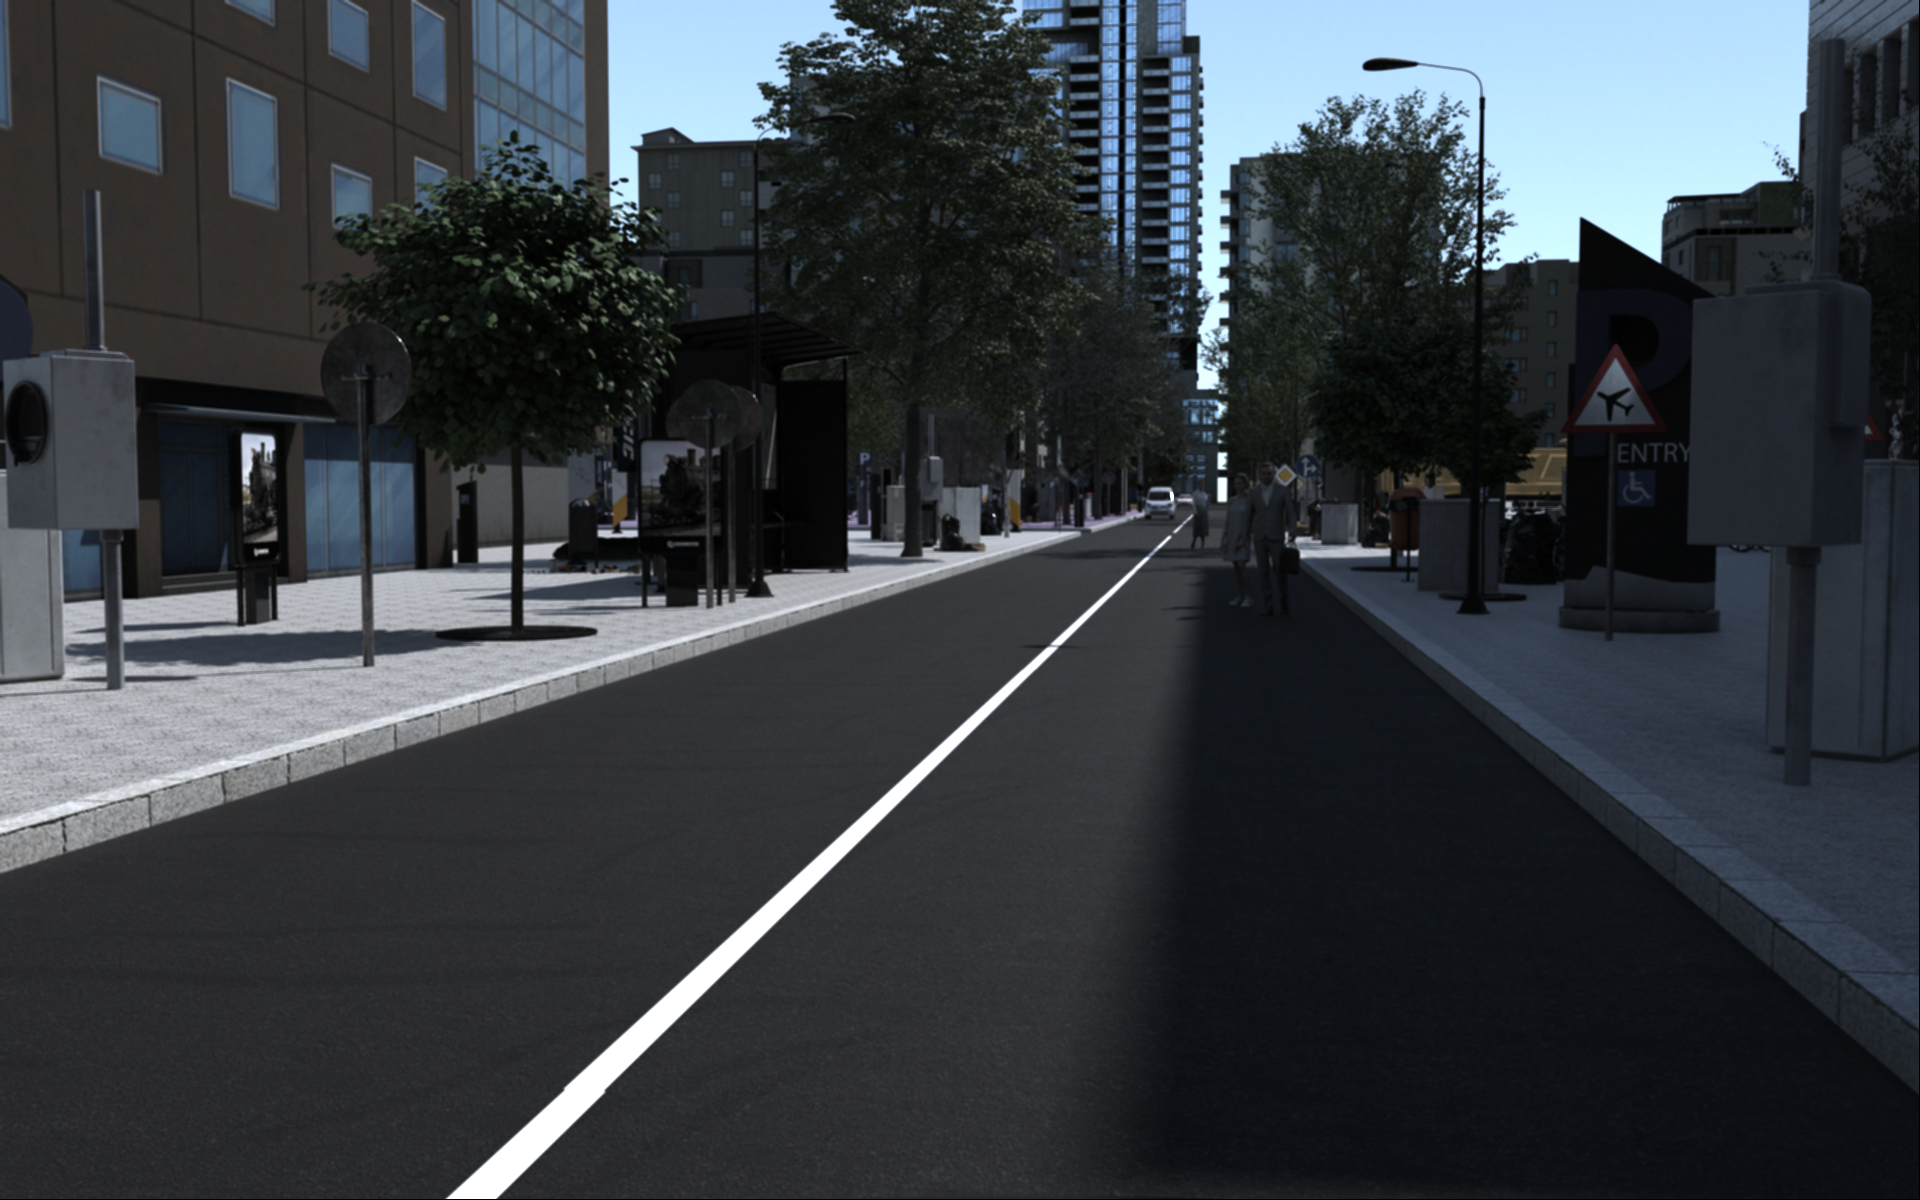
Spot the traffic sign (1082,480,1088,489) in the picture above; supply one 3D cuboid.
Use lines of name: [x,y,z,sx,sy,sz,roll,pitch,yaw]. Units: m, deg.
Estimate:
traffic sign: [6.651,-5.617,93.967,0.606,2.300,0.079,1,4,15]

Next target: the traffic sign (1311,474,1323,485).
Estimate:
traffic sign: [20.793,-6.161,100.832,0.768,2.556,0.104,1,4,9]

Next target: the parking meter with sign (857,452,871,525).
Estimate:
parking meter with sign: [-4.054,-4.664,72.512,0.543,3.016,1.738,0,4,-8]

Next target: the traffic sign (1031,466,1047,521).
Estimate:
traffic sign: [3.607,-4.842,79.279,0.768,2.556,0.104,1,4,15]

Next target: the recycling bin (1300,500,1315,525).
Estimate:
recycling bin: [14.765,-3.690,72.883,0.722,1.027,0.722,0,4,-5]

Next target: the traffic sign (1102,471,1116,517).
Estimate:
traffic sign: [8.259,-5.876,96.171,0.768,2.556,0.104,1,4,13]

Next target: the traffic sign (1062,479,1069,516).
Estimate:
traffic sign: [6.129,-6.307,103.223,0.768,2.556,0.104,1,4,12]

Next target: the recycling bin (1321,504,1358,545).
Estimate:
recycling bin: [9.659,-1.927,44.056,0.722,1.027,0.722,2,4,34]

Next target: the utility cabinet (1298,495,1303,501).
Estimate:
utility cabinet: [26.589,-7.681,136.751,1.020,1.237,0.306,0,4,-8]

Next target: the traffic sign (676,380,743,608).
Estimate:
traffic sign: [-2.810,-1.179,19.380,0.768,2.556,0.104,1,4,9]

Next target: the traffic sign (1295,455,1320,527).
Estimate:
traffic sign: [11.213,-3.415,55.937,0.768,2.556,0.104,1,4,12]

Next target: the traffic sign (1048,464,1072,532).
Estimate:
traffic sign: [3.336,-3.317,57.867,0.795,2.450,0.064,1,4,8]

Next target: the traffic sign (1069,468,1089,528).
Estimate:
traffic sign: [4.499,-3.800,65.768,0.795,2.450,0.064,1,4,8]

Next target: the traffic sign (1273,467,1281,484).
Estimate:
traffic sign: [11.812,-3.733,64.675,0.795,2.450,0.064,1,4,8]

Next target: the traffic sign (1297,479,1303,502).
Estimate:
traffic sign: [25.496,-7.926,130.767,0.795,2.450,0.064,1,4,9]

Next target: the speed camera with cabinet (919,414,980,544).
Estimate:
speed camera with cabinet: [-0.372,-3.019,43.700,0.660,3.252,2.038,3,5,44]

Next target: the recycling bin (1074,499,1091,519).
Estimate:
recycling bin: [6.402,-4.781,90.725,0.722,1.027,0.722,1,4,22]

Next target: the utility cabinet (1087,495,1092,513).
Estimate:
utility cabinet: [9.262,-6.684,120.450,0.306,1.237,1.020,-2,4,-31]

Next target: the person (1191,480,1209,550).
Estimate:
person: [6.156,-2.198,44.658,0.478,1.798,0.641,-1,4,-16]

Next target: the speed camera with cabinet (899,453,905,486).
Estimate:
speed camera with cabinet: [-2.381,-5.372,82.172,0.660,3.252,2.038,-1,4,-14]

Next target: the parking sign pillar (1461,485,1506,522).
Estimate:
parking sign pillar: [15.910,-3.924,52.623,1.447,3.967,1.447,1,4,20]

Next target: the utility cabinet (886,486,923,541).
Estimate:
utility cabinet: [-1.451,-2.318,46.585,0.318,1.500,1.173,3,5,43]

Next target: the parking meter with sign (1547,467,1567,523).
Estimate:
parking meter with sign: [17.478,-3.234,49.139,0.543,3.016,1.738,-2,4,-32]

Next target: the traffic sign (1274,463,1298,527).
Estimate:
traffic sign: [10.649,-3.250,56.775,0.795,2.450,0.064,1,4,8]

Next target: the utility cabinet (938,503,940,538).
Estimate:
utility cabinet: [-0.766,-2.402,50.429,1.020,1.237,0.306,1,4,17]

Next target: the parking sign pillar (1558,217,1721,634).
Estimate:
parking sign pillar: [6.502,-1.714,16.494,1.447,3.967,1.447,2,4,35]

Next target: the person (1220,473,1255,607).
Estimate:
person: [3.596,-0.775,22.174,0.512,1.701,0.522,3,5,44]

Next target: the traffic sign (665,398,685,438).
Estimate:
traffic sign: [-3.381,-1.340,22.022,0.768,2.556,0.104,1,4,9]

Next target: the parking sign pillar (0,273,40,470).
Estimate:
parking sign pillar: [-8.754,-1.636,15.229,1.447,3.967,1.447,2,4,31]

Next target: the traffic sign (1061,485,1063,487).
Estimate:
traffic sign: [5.579,-5.805,97.040,0.606,2.300,0.079,1,4,10]

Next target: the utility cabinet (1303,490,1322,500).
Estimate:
utility cabinet: [17.636,-4.770,86.675,0.318,1.500,1.173,-2,4,-25]

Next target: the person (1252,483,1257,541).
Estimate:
person: [9.039,-2.692,52.850,0.599,1.781,0.374,-2,4,-30]

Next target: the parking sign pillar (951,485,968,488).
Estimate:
parking sign pillar: [0.008,-8.066,120.345,1.447,3.967,1.447,2,4,29]

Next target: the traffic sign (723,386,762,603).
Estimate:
traffic sign: [-2.699,-1.243,20.432,0.768,2.556,0.104,1,4,16]

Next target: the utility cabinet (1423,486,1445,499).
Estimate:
utility cabinet: [12.737,-2.317,46.566,0.318,1.500,1.173,0,4,1]

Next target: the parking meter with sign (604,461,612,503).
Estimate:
parking meter with sign: [-18.231,-5.732,89.975,0.543,3.016,1.738,-1,4,-17]

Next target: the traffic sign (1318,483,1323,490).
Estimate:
traffic sign: [22.103,-6.460,106.812,0.795,2.450,0.064,1,4,14]

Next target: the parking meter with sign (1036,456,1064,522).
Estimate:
parking meter with sign: [4.085,-5.136,80.240,0.543,3.016,1.738,-2,4,-34]

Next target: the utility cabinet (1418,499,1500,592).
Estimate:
utility cabinet: [6.598,-0.718,22.908,1.020,1.237,0.306,1,4,18]

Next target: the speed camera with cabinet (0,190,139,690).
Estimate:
speed camera with cabinet: [-6.321,-1.059,11.654,2.038,3.252,0.660,3,4,37]

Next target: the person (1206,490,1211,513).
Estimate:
person: [18.509,-7.335,129.269,0.563,1.720,0.643,3,5,43]

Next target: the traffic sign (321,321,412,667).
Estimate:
traffic sign: [-4.403,-0.777,12.818,0.768,2.556,0.104,1,4,16]

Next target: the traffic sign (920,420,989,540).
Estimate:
traffic sign: [-0.326,-3.290,47.670,2.265,3.308,0.079,1,4,14]

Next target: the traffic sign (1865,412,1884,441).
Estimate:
traffic sign: [8.844,-1.072,17.536,0.884,2.594,0.081,1,4,16]

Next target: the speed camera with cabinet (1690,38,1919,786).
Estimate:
speed camera with cabinet: [4.148,-0.853,8.279,0.660,3.252,2.038,3,5,44]

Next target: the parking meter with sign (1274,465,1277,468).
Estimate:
parking meter with sign: [18.827,-6.577,103.795,0.543,3.016,1.738,0,4,4]

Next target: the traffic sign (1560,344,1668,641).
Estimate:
traffic sign: [5.685,-0.923,15.101,0.884,2.594,0.081,1,4,13]

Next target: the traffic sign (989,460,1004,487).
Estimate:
traffic sign: [1.191,-3.511,58.598,0.795,2.450,0.064,1,4,15]

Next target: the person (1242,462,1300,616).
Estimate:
person: [3.674,-0.725,20.468,0.709,1.813,0.853,1,4,19]

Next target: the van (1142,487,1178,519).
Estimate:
van: [11.461,-5.633,99.103,2.013,2.044,4.112,1,4,9]

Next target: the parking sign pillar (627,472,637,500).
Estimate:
parking sign pillar: [-25.401,-8.970,135.123,1.447,3.967,1.447,0,4,8]
